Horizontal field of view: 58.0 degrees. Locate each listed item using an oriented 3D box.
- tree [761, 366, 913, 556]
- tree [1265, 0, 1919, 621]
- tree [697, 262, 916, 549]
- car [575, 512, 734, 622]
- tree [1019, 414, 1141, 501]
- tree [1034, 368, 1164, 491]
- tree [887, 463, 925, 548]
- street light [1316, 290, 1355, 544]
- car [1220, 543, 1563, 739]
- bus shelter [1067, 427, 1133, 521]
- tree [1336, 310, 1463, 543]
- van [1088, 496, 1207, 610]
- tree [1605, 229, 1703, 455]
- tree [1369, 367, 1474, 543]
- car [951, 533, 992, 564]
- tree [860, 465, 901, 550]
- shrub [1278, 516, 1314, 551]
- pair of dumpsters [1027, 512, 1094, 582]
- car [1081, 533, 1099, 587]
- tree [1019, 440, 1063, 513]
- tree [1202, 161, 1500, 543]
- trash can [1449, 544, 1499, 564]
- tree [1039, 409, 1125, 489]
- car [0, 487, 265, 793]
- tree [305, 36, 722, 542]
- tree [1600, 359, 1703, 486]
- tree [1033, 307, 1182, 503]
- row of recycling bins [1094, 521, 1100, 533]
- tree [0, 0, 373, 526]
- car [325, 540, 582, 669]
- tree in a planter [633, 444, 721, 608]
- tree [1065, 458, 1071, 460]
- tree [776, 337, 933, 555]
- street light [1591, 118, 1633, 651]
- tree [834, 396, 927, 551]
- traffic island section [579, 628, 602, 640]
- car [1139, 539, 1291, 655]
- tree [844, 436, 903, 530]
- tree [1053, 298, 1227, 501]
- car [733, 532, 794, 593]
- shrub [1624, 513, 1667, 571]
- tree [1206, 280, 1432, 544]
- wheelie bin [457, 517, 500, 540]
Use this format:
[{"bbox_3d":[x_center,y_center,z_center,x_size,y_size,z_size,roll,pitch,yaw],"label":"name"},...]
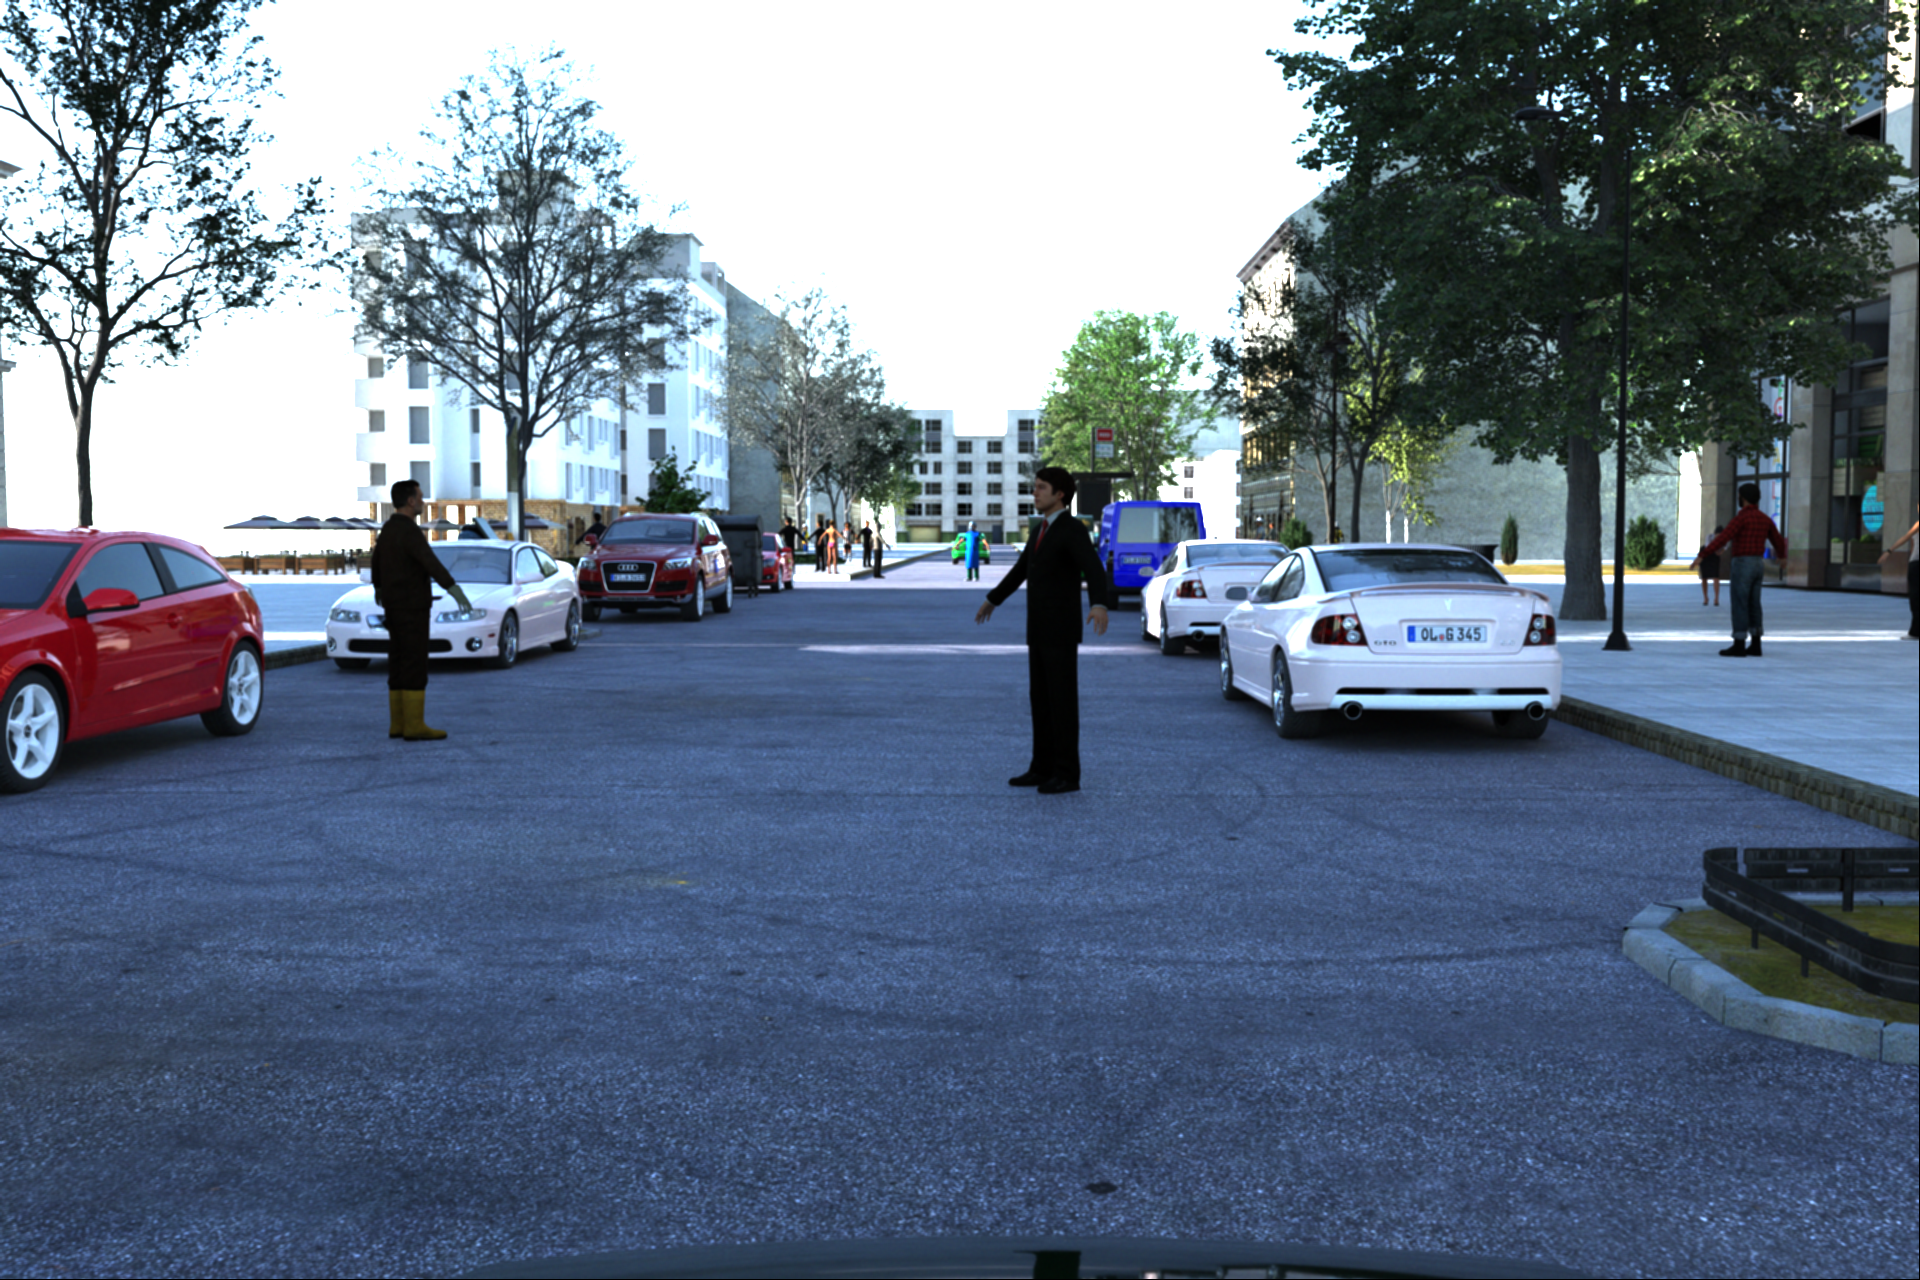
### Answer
[{"bbox_3d":[-6.725,-9.780,94.318,8.767,10.594,7.601,0,4,-3],"label":"tree"},{"bbox_3d":[9.388,-7.266,25.448,9.857,13.997,8.962,0,3,0],"label":"tree"},{"bbox_3d":[-7.239,-10.259,78.097,12.009,13.543,11.850,0,3,0],"label":"tree"},{"bbox_3d":[-5.223,-1.309,30.075,2.281,1.827,5.304,0,4,1],"label":"car"},{"bbox_3d":[9.844,-14.095,140.816,12.009,13.543,11.850,0,3,0],"label":"tree"},{"bbox_3d":[8.456,-10.921,104.317,9.928,11.665,9.643,0,3,0],"label":"tree"},{"bbox_3d":[-5.555,-12.477,154.365,4.737,8.622,4.395,0,3,0],"label":"tree"},{"bbox_3d":[7.125,-3.682,32.996,0.468,5.910,1.993,0,4,2],"label":"street light"},{"bbox_3d":[3.180,-0.070,13.510,2.083,1.381,4.827,0,4,1],"label":"car"},{"bbox_3d":[4.751,-5.206,62.751,2.179,5.291,8.768,0,4,-1],"label":"bus shelter"},{"bbox_3d":[13.909,-6.409,55.147,4.737,8.622,4.395,0,3,0],"label":"tree"},{"bbox_3d":[3.700,-1.828,34.279,2.240,2.365,5.245,0,4,1],"label":"van"},{"bbox_3d":[23.852,-7.850,54.101,9.928,11.665,9.643,0,3,0],"label":"tree"},{"bbox_3d":[18.728,-7.494,72.888,4.360,8.622,3.978,0,3,0],"label":"tree"},{"bbox_3d":[0.543,-4.561,83.364,1.959,1.807,4.718,0,4,1],"label":"car"},{"bbox_3d":[-6.409,-11.808,143.427,4.737,8.622,4.395,0,3,0],"label":"tree"},{"bbox_3d":[14.157,-4.227,73.148,1.661,2.075,1.752,0,3,0],"label":"shrub"},{"bbox_3d":[4.210,-2.845,51.460,4.436,2.255,1.574,0,3,0],"label":"pair of dumpsters"},{"bbox_3d":[3.794,-2.276,46.008,1.959,1.807,4.718,0,4,1],"label":"car"},{"bbox_3d":[9.862,-13.679,158.069,8.767,10.594,7.601,-3,4,-38],"label":"tree"},{"bbox_3d":[9.733,-6.648,43.102,8.767,10.594,7.601,2,4,29],"label":"tree"},{"bbox_3d":[6.932,-0.727,23.547,0.748,1.137,0.748,0,3,0],"label":"trash can"},{"bbox_3d":[8.603,-11.312,119.358,7.601,10.594,8.767,-3,5,-39],"label":"tree"},{"bbox_3d":[-6.007,-0.115,10.917,2.155,1.783,4.494,0,4,1],"label":"car"},{"bbox_3d":[-10.920,-8.103,42.851,12.009,13.543,11.850,0,3,0],"label":"tree"},{"bbox_3d":[28.996,-8.129,67.315,8.767,10.594,7.601,-2,4,-26],"label":"tree"},{"bbox_3d":[7.313,-10.337,87.133,7.486,12.596,7.792,0,3,0],"label":"tree"},{"bbox_3d":[4.395,-2.936,55.118,1.069,1.692,3.534,0,4,0],"label":"row of recycling bins"},{"bbox_3d":[-11.541,-5.364,22.107,8.767,10.594,7.601,1,4,13],"label":"tree"},{"bbox_3d":[-5.670,-0.462,19.912,2.083,1.381,4.827,0,4,1],"label":"car"},{"bbox_3d":[-5.735,-2.275,34.422,1.991,3.239,1.994,0,4,1],"label":"tree in a planter"},{"bbox_3d":[8.992,-10.902,128.613,4.737,8.622,4.395,0,3,0],"label":"tree"},{"bbox_3d":[-6.935,-12.010,106.728,12.009,13.543,11.850,0,3,0],"label":"tree"},{"bbox_3d":[7.822,-2.841,18.984,1.470,5.913,1.316,0,4,1],"label":"street light"},{"bbox_3d":[-6.307,-12.564,131.170,9.928,11.665,9.643,0,3,0],"label":"tree"},{"bbox_3d":[-6.039,-0.063,23.891,1.991,0.108,1.994,0,4,1],"label":"traffic island section"},{"bbox_3d":[3.340,-0.579,21.831,2.083,1.381,4.827,0,4,1],"label":"car"},{"bbox_3d":[-6.318,-10.433,120.948,4.737,8.622,4.395,0,3,0],"label":"tree"},{"bbox_3d":[7.931,-9.175,75.762,9.928,11.665,9.643,0,3,0],"label":"tree"},{"bbox_3d":[-5.251,-2.115,43.619,2.155,1.783,4.494,0,4,1],"label":"car"},{"bbox_3d":[23.867,-3.430,60.495,1.690,2.028,1.600,0,3,0],"label":"shrub"},{"bbox_3d":[13.504,-7.880,63.255,8.767,10.594,7.601,-1,4,-18],"label":"tree"},{"bbox_3d":[-9.020,-1.503,32.484,0.693,1.594,0.980,0,4,2],"label":"wheelie bin"}]
